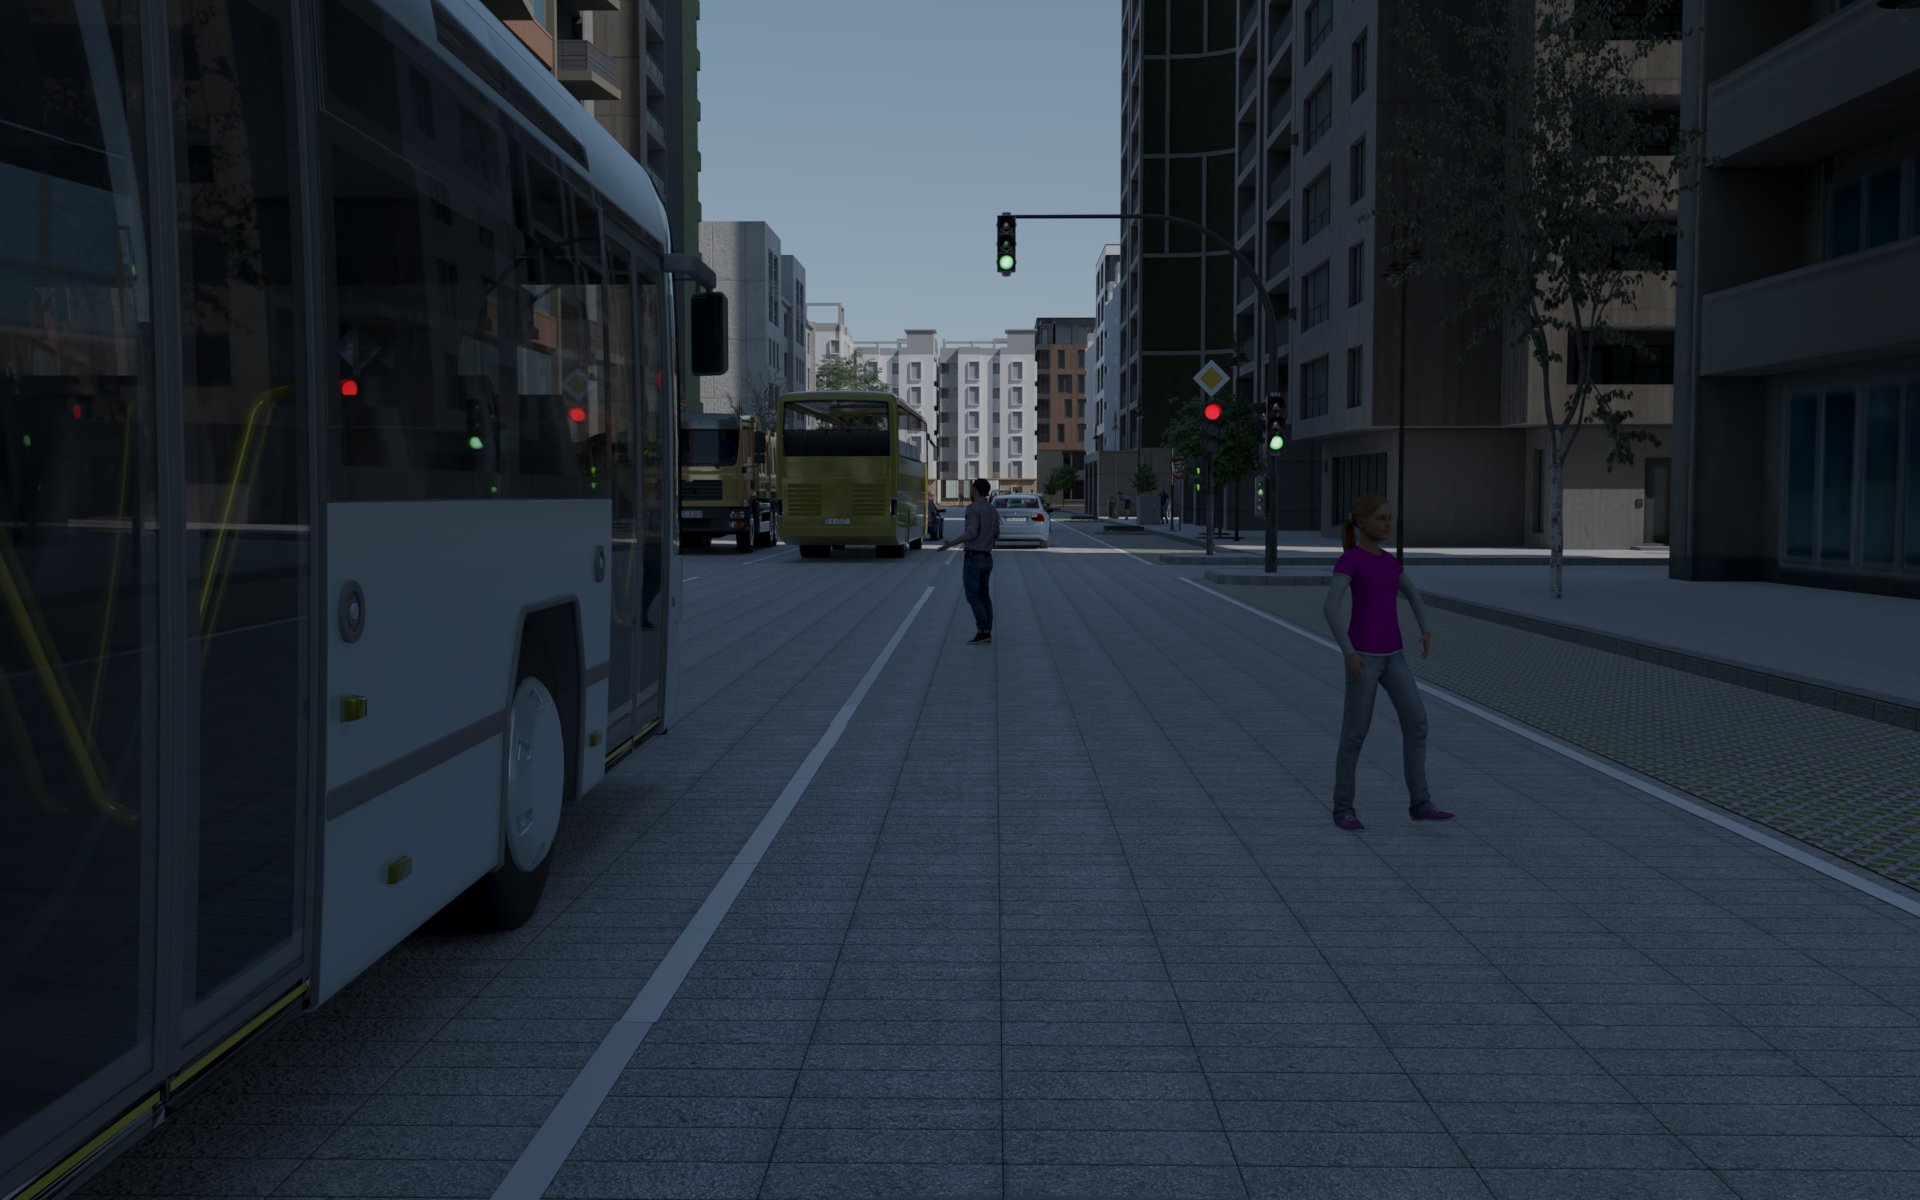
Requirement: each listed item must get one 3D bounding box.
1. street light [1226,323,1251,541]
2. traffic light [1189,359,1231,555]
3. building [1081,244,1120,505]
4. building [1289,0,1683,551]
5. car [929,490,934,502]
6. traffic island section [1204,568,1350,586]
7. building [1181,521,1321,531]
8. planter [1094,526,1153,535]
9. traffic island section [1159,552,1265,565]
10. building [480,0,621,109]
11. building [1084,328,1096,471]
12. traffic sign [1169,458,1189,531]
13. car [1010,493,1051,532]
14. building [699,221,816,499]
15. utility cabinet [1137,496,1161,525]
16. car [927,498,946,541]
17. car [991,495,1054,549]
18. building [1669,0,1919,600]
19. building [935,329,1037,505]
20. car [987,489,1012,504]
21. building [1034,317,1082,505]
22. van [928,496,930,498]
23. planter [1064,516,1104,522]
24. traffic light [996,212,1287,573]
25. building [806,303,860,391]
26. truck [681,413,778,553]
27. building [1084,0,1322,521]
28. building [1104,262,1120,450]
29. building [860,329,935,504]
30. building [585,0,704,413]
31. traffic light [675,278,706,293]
[{"bbox_3d":[7.513,-4.530,46.860,0.468,5.910,1.993,0,4,1],"label":"street light"},{"bbox_3d":[5.221,-2.893,36.225,0.839,4.253,0.868,0,4,1],"label":"traffic light"},{"bbox_3d":[26.125,-19.185,157.657,27.936,21.610,32.646,0,4,1],"label":"building"},{"bbox_3d":[16.670,-16.665,44.180,14.107,30.474,14.160,0,4,1],"label":"building"},{"bbox_3d":[-3.770,-10.416,178.975,2.281,1.827,5.304,0,4,2],"label":"car"},{"bbox_3d":[5.103,-0.372,28.355,2.009,0.180,2.903,0,4,1],"label":"traffic island section"},{"bbox_3d":[19.643,-38.208,62.959,20.563,71.187,20.611,0,4,1],"label":"building"},{"bbox_3d":[5.743,-2.452,61.223,1.991,0.319,1.994,0,4,1],"label":"planter"},{"bbox_3d":[5.261,-0.860,36.339,2.009,0.180,2.903,0,4,1],"label":"traffic island section"},{"bbox_3d":[-22.784,-24.282,51.632,22.147,44.769,28.867,0,4,1],"label":"building"},{"bbox_3d":[21.074,-19.777,179.779,16.016,20.091,11.380,0,4,1],"label":"building"},{"bbox_3d":[7.735,-3.716,60.868,0.768,2.556,0.104,0,4,6],"label":"traffic sign"},{"bbox_3d":[2.541,-3.535,66.600,1.959,1.807,4.718,0,4,1],"label":"car"},{"bbox_3d":[-20.666,-16.018,128.346,16.747,18.905,31.486,0,4,1],"label":"building"},{"bbox_3d":[7.845,-3.719,71.970,1.020,1.237,0.306,-2,4,-27],"label":"utility cabinet"},{"bbox_3d":[-1.444,-2.563,54.486,1.945,1.354,3.894,0,4,3],"label":"car"},{"bbox_3d":[1.531,-2.124,46.732,2.014,1.417,4.499,0,4,3],"label":"car"},{"bbox_3d":[21.179,-23.876,14.075,21.300,48.544,21.600,0,4,1],"label":"building"},{"bbox_3d":[3.240,-21.322,205.031,11.380,20.091,16.016,0,4,1],"label":"building"},{"bbox_3d":[3.139,-7.494,131.201,2.281,1.827,5.304,0,4,3],"label":"car"},{"bbox_3d":[25.368,-22.421,210.565,32.646,21.610,27.936,0,4,1],"label":"building"},{"bbox_3d":[-3.746,-9.367,160.161,2.013,2.044,4.112,0,4,-1],"label":"van"},{"bbox_3d":[6.290,-4.099,88.161,1.991,0.319,1.994,0,4,1],"label":"planter"},{"bbox_3d":[2.969,-3.271,28.142,4.771,5.953,1.251,0,4,1],"label":"traffic light"},{"bbox_3d":[-16.890,-19.648,177.666,11.380,20.091,16.016,0,4,1],"label":"building"},{"bbox_3d":[-6.285,-2.946,44.095,3.469,3.379,9.791,0,4,0],"label":"truck"},{"bbox_3d":[18.045,-40.443,99.497,20.563,71.187,20.611,0,4,1],"label":"building"},{"bbox_3d":[19.476,-17.091,135.858,16.016,20.091,11.380,0,4,1],"label":"building"},{"bbox_3d":[-8.300,-21.331,205.184,11.380,20.091,16.016,0,4,1],"label":"building"},{"bbox_3d":[-20.293,-24.313,81.118,14.154,41.232,14.086,0,4,1],"label":"building"},{"bbox_3d":[-7.644,-3.782,36.499,4.771,5.953,1.251,0,4,1],"label":"traffic light"}]
